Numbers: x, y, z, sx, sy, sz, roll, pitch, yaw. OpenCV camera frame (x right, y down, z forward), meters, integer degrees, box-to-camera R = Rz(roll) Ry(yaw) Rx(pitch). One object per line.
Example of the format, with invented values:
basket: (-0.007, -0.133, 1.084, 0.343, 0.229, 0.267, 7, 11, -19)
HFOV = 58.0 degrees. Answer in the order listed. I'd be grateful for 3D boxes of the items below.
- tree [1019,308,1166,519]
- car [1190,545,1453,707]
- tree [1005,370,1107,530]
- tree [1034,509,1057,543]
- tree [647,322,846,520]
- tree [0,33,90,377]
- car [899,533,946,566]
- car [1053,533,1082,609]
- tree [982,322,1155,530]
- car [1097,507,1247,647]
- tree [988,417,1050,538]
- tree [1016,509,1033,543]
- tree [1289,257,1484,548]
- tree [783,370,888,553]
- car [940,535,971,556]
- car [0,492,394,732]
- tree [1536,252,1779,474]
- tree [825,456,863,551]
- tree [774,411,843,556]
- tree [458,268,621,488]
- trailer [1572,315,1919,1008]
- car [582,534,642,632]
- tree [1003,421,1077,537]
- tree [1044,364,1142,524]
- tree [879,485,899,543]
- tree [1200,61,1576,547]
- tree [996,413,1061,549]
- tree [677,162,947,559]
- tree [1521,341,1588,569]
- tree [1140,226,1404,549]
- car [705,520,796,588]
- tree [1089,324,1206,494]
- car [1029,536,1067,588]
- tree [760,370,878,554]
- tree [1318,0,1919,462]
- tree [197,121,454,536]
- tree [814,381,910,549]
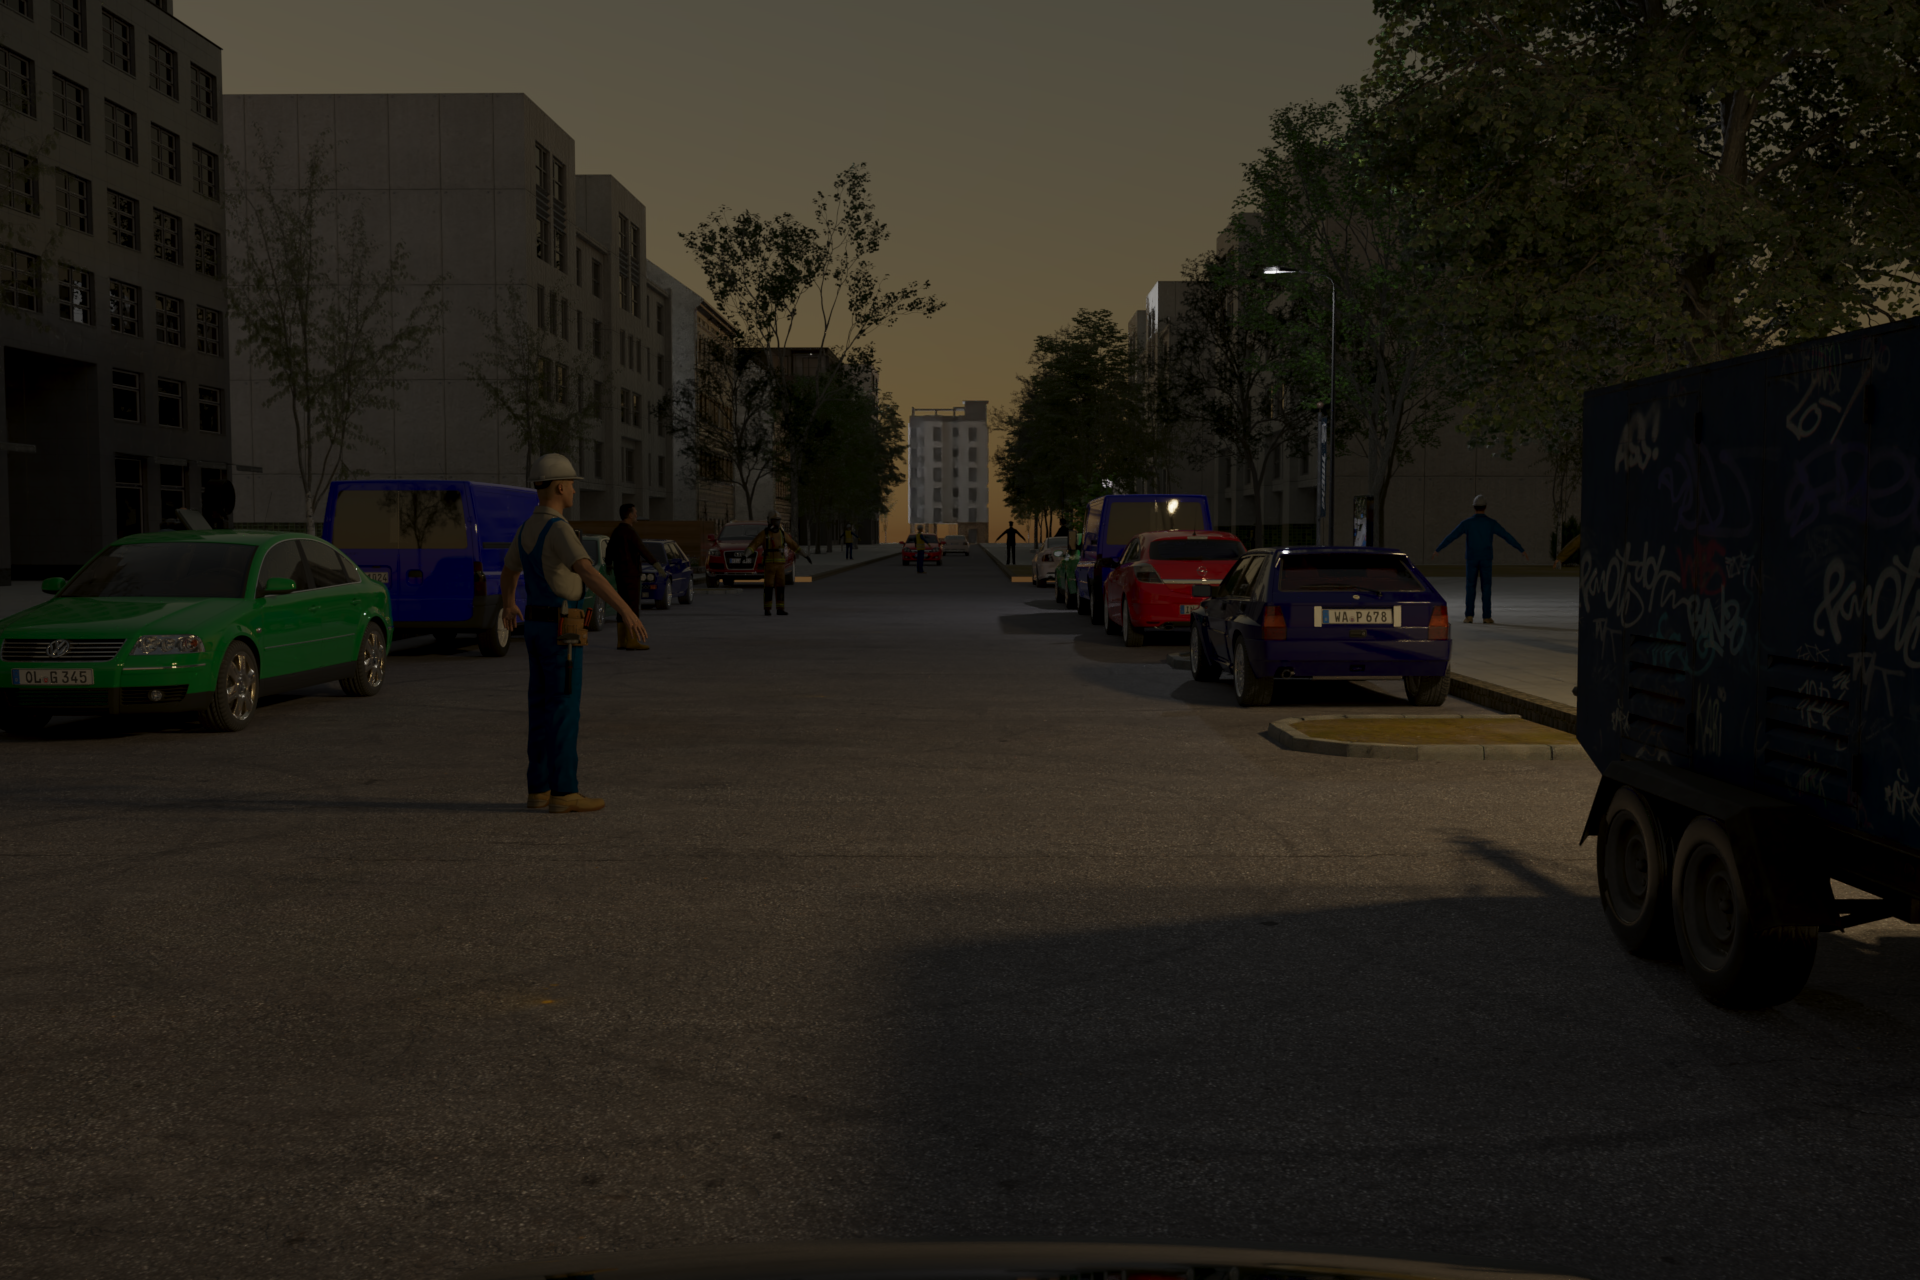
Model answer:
tree: (6.575, -10.326, 86.962, 7.486, 12.596, 7.792, 0, 3, 0)
car: (3.151, -0.192, 15.728, 1.945, 1.354, 3.894, 0, 4, -1)
tree: (6.634, -11.931, 113.198, 7.486, 12.596, 7.792, 0, 3, 0)
tree: (11.207, -19.362, 242.317, 9.928, 11.665, 9.643, 0, 3, 0)
tree: (-9.170, -8.664, 76.074, 8.767, 10.594, 7.601, -2, 4, -24)
tree: (-12.717, -4.249, 19.833, 4.360, 8.622, 3.978, 0, 3, 0)
car: (-1.719, -4.327, 79.787, 2.155, 1.783, 4.494, 0, 4, 1)
car: (2.891, -1.580, 34.625, 1.959, 1.807, 4.718, 0, 4, -1)
tree: (6.462, -11.691, 101.511, 12.009, 13.543, 11.850, 0, 3, 0)
car: (2.966, -0.879, 23.405, 2.155, 1.783, 4.494, 0, 4, 0)
tree: (6.536, -12.156, 133.156, 7.601, 10.594, 8.767, 3, 4, 37)
tree: (10.158, -18.290, 249.397, 4.360, 8.622, 3.978, 0, 3, 0)
tree: (15.479, -8.384, 62.840, 9.928, 11.665, 9.643, 0, 3, 0)
tree: (-8.710, -12.359, 120.200, 7.486, 12.596, 7.792, 0, 3, 0)
car: (-0.307, -6.271, 114.884, 2.083, 1.381, 4.827, 0, 4, 1)
car: (-6.061, -0.314, 13.930, 1.959, 1.807, 4.718, 0, 4, 1)
tree: (22.317, -7.321, 54.109, 8.767, 10.594, 7.601, 0, 4, 3)
tree: (-8.806, -10.935, 129.155, 4.737, 8.622, 4.395, 0, 3, 0)
tree: (-8.734, -9.157, 100.084, 4.360, 8.622, 3.978, 0, 3, 0)
tree: (-12.334, -6.025, 48.871, 4.360, 8.622, 3.978, 0, 3, 0)
trailer: (2.975, 0.048, 6.262, 1.471, 1.999, 3.904, 0, 4, 0)
car: (-6.182, -0.928, 26.970, 2.131, 1.459, 4.920, 0, 4, 0)
tree: (6.687, -11.510, 122.603, 7.601, 10.594, 8.767, -1, 4, -17)
tree: (6.272, -7.608, 74.751, 4.360, 8.622, 3.978, 0, 3, 0)
tree: (-10.203, -17.921, 243.367, 4.360, 8.622, 3.978, 0, 3, 0)
tree: (9.311, -6.870, 38.079, 9.928, 11.665, 9.643, 0, 3, 0)
tree: (6.702, -13.956, 146.314, 7.486, 12.596, 7.792, 0, 3, 0)
tree: (-7.531, -14.213, 88.267, 12.611, 20.169, 13.585, 0, 3, 0)
tree: (21.635, -6.891, 63.027, 4.360, 8.622, 3.978, 0, 3, 0)
tree: (9.100, -7.177, 51.754, 8.767, 10.594, 7.601, 1, 4, 21)
car: (-5.681, -2.367, 47.371, 2.281, 1.827, 5.304, 0, 3, 0)
tree: (7.219, -6.705, 59.985, 4.360, 8.622, 3.978, 0, 3, 0)
car: (2.966, -2.155, 47.594, 2.083, 1.381, 4.827, 0, 3, 0)
tree: (-9.065, -11.258, 109.818, 9.928, 11.665, 9.643, 0, 3, 0)
tree: (9.051, -6.982, 20.812, 9.857, 13.997, 8.962, 0, 3, 0)
tree: (-12.136, -4.979, 31.771, 4.360, 8.622, 3.978, 0, 3, 0)
tree: (-8.959, -14.579, 145.023, 9.857, 13.997, 8.962, 0, 3, 0)
